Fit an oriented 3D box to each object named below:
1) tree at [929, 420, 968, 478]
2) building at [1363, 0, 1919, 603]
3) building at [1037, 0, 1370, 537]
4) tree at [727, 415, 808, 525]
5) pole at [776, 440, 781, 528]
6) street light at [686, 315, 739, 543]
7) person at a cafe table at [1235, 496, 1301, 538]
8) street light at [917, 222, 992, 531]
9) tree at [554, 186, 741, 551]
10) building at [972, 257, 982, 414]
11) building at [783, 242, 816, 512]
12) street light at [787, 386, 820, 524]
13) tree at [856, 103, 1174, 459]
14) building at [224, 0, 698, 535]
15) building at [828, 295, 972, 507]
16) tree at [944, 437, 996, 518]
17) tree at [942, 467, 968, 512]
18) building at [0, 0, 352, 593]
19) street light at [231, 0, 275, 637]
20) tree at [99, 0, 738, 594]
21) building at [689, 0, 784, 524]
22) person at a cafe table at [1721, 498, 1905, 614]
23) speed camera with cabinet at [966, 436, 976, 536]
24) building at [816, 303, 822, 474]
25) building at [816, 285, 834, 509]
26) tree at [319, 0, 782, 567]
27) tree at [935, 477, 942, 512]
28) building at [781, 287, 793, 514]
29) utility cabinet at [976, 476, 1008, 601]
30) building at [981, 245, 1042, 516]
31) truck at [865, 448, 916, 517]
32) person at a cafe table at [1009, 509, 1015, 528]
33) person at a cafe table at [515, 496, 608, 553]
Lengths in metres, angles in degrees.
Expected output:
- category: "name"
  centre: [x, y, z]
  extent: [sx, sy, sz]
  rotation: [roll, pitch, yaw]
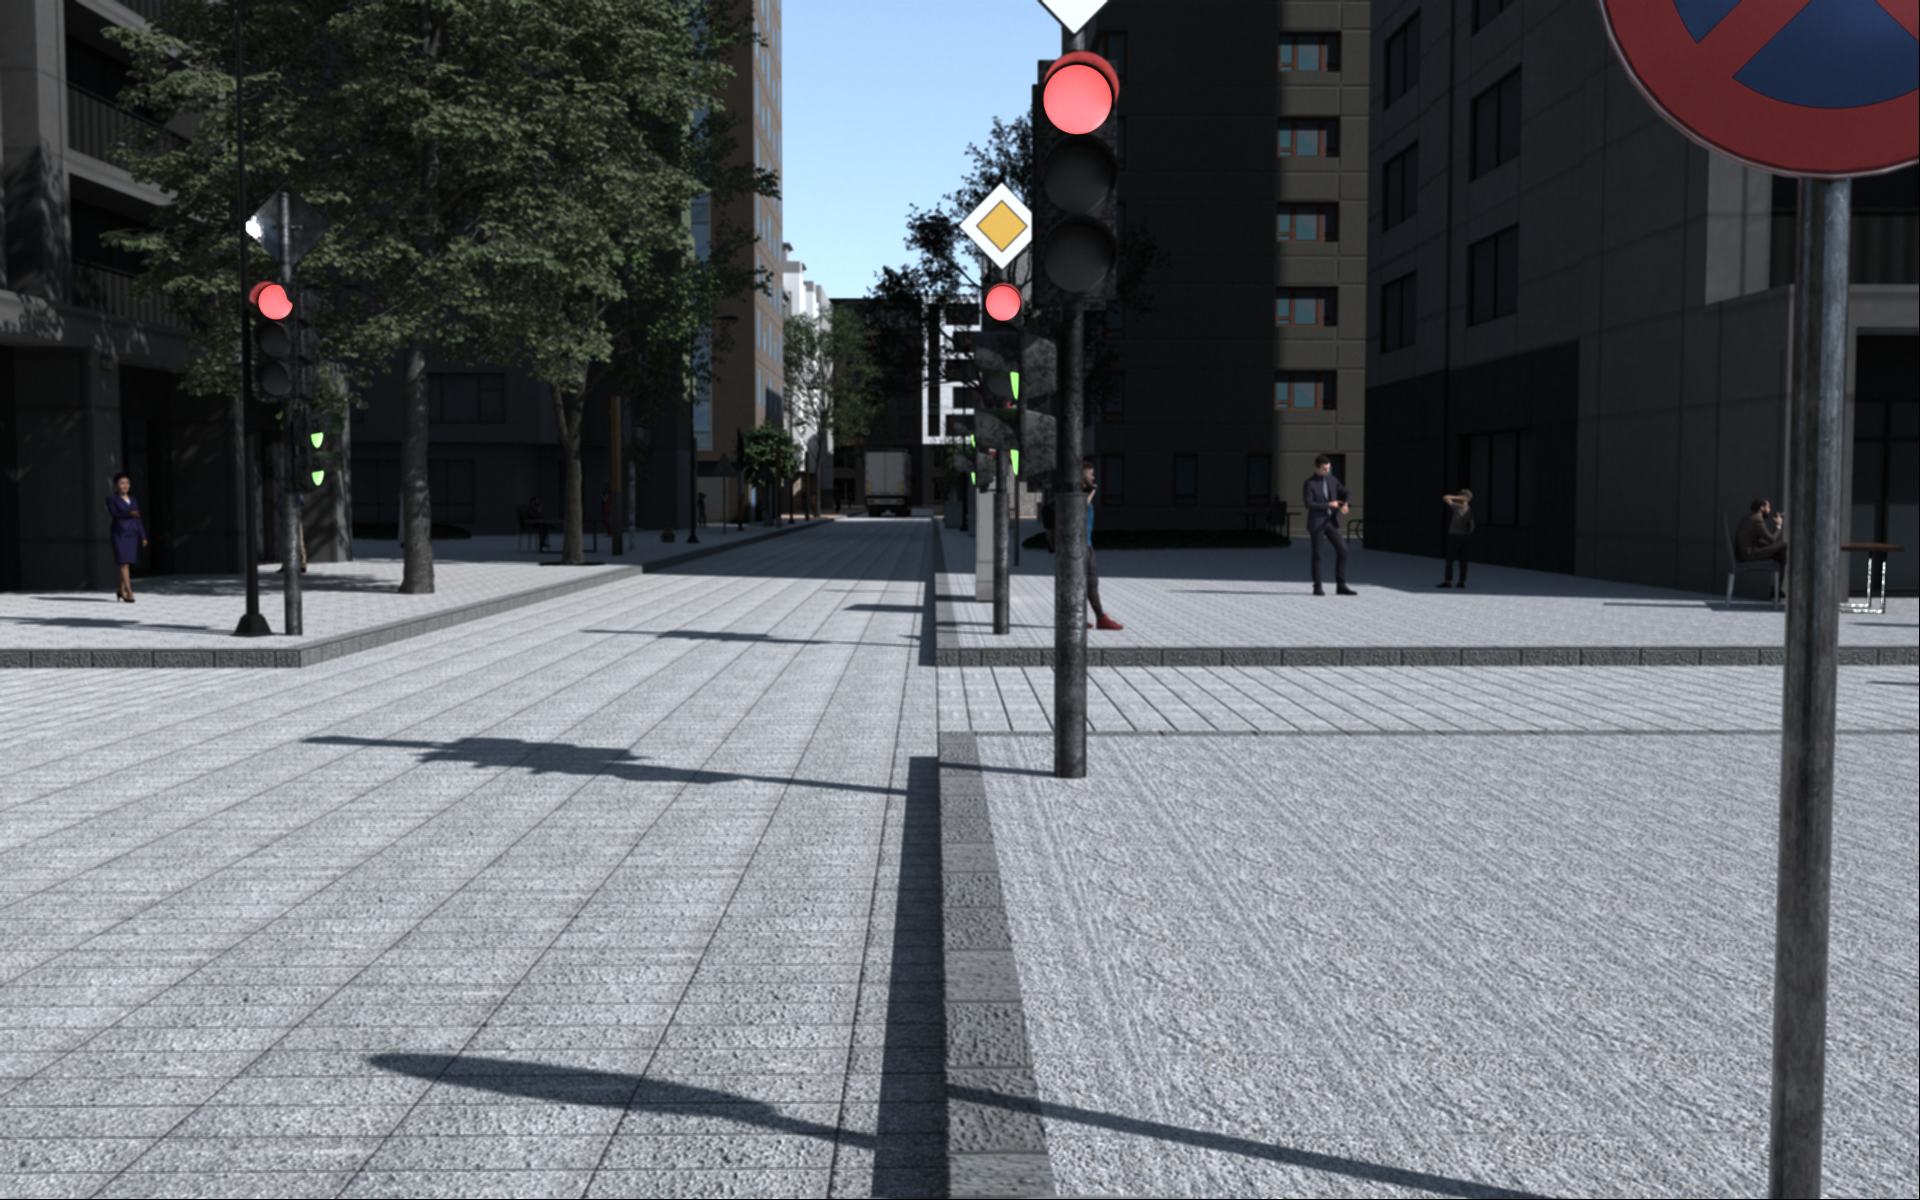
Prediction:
- category: "tree"
  centre: [-0.918, -13.256, 167.090]
  extent: [4.360, 8.622, 3.978]
  rotation: [0, 3, 0]
- category: "building"
  centre: [19.803, -36.104, 28.548]
  extent: [20.611, 71.187, 20.563]
  rotation: [0, 4, -1]
- category: "building"
  centre: [17.644, -13.524, 66.155]
  extent: [27.650, 21.520, 28.899]
  rotation: [0, 4, -1]
- category: "tree"
  centre: [-8.048, -5.372, 71.541]
  extent: [4.285, 4.588, 4.351]
  rotation: [0, 3, 0]
- category: "pole"
  centre: [-6.876, -4.387, 65.571]
  extent: [0.158, 3.312, 0.155]
  rotation: [0, 3, 0]
- category: "street light"
  centre: [-6.452, -4.442, 45.171]
  extent: [1.470, 5.913, 1.316]
  rotation: [0, 4, -1]
- category: "person at a cafe table"
  centre: [9.110, -2.437, 50.698]
  extent: [1.698, 1.238, 1.726]
  rotation: [0, 4, -6]
- category: "street light"
  centre: [-0.031, -3.497, 29.719]
  extent: [1.470, 5.913, 1.316]
  rotation: [0, 4, -1]
- category: "tree"
  centre: [-7.225, -5.433, 39.192]
  extent: [4.737, 8.622, 4.395]
  rotation: [0, 3, 0]
- category: "building"
  centre: [15.618, -18.588, 147.890]
  extent: [27.936, 21.610, 32.646]
  rotation: [0, 4, -1]
- category: "building"
  centre: [-19.284, -16.613, 128.045]
  extent: [16.016, 20.091, 11.380]
  rotation: [0, 4, -1]
- category: "street light"
  centre: [-6.756, -6.256, 74.820]
  extent: [1.470, 5.913, 1.316]
  rotation: [0, 4, -1]
- category: "tree"
  centre: [0.838, -6.552, 41.545]
  extent: [7.601, 10.594, 8.767]
  rotation: [3, 4, 38]
- category: "building"
  centre: [-17.002, -22.923, 58.389]
  extent: [14.154, 41.232, 14.086]
  rotation: [0, 4, -1]
- category: "building"
  centre: [-6.285, -21.251, 191.431]
  extent: [32.646, 21.610, 27.936]
  rotation: [0, 4, -1]
- category: "tree"
  centre: [0.770, -6.828, 95.348]
  extent: [4.285, 4.588, 4.351]
  rotation: [0, 3, 0]
- category: "tree"
  centre: [0.449, -5.573, 85.720]
  extent: [1.663, 3.219, 1.824]
  rotation: [0, 3, 0]
- category: "building"
  centre: [-21.771, -35.968, 26.328]
  extent: [20.563, 71.187, 20.611]
  rotation: [0, 4, -1]
- category: "street light"
  centre: [-5.869, -2.629, 15.527]
  extent: [1.470, 5.913, 1.316]
  rotation: [0, 4, -1]
- category: "tree"
  centre: [-6.617, -6.364, 22.176]
  extent: [7.486, 12.596, 7.792]
  rotation: [0, 3, 0]
- category: "building"
  centre: [-15.808, -26.317, 80.387]
  extent: [14.600, 45.320, 14.200]
  rotation: [0, 4, -1]
- category: "person at a cafe table"
  centre: [9.411, -0.516, 19.302]
  extent: [1.726, 1.238, 1.698]
  rotation: [1, 4, 20]
- category: "speed camera with cabinet"
  centre: [0.647, -3.772, 56.005]
  extent: [0.660, 3.252, 2.038]
  rotation: [0, 4, -3]
- category: "building"
  centre: [-19.275, -17.317, 139.545]
  extent: [16.016, 20.091, 11.380]
  rotation: [0, 4, -1]
- category: "building"
  centre: [-27.573, -17.629, 154.686]
  extent: [31.486, 18.905, 16.747]
  rotation: [0, 4, -1]
- category: "tree"
  centre: [-7.022, -6.419, 30.704]
  extent: [9.928, 11.665, 9.643]
  rotation: [0, 3, 0]
- category: "tree"
  centre: [-0.993, -7.814, 122.367]
  extent: [1.663, 3.219, 1.824]
  rotation: [0, 3, 0]
- category: "building"
  centre: [-19.976, -14.685, 106.552]
  extent: [16.747, 18.905, 31.486]
  rotation: [0, 4, -1]
- category: "utility cabinet"
  centre: [0.380, -0.752, 20.981]
  extent: [0.318, 1.500, 1.173]
  rotation: [0, 4, 6]
- category: "building"
  centre: [10.213, -15.229, 115.448]
  extent: [16.747, 18.905, 31.486]
  rotation: [0, 4, -1]
- category: "truck"
  centre: [-4.486, -7.509, 111.682]
  extent: [2.839, 4.237, 11.283]
  rotation: [0, 4, 1]
- category: "person at a cafe table"
  centre: [1.290, -3.520, 66.059]
  extent: [1.622, 1.524, 1.698]
  rotation: [0, 4, -4]
- category: "person at a cafe table"
  centre: [-8.938, -1.666, 38.093]
  extent: [1.726, 1.238, 1.698]
  rotation: [1, 4, 20]
